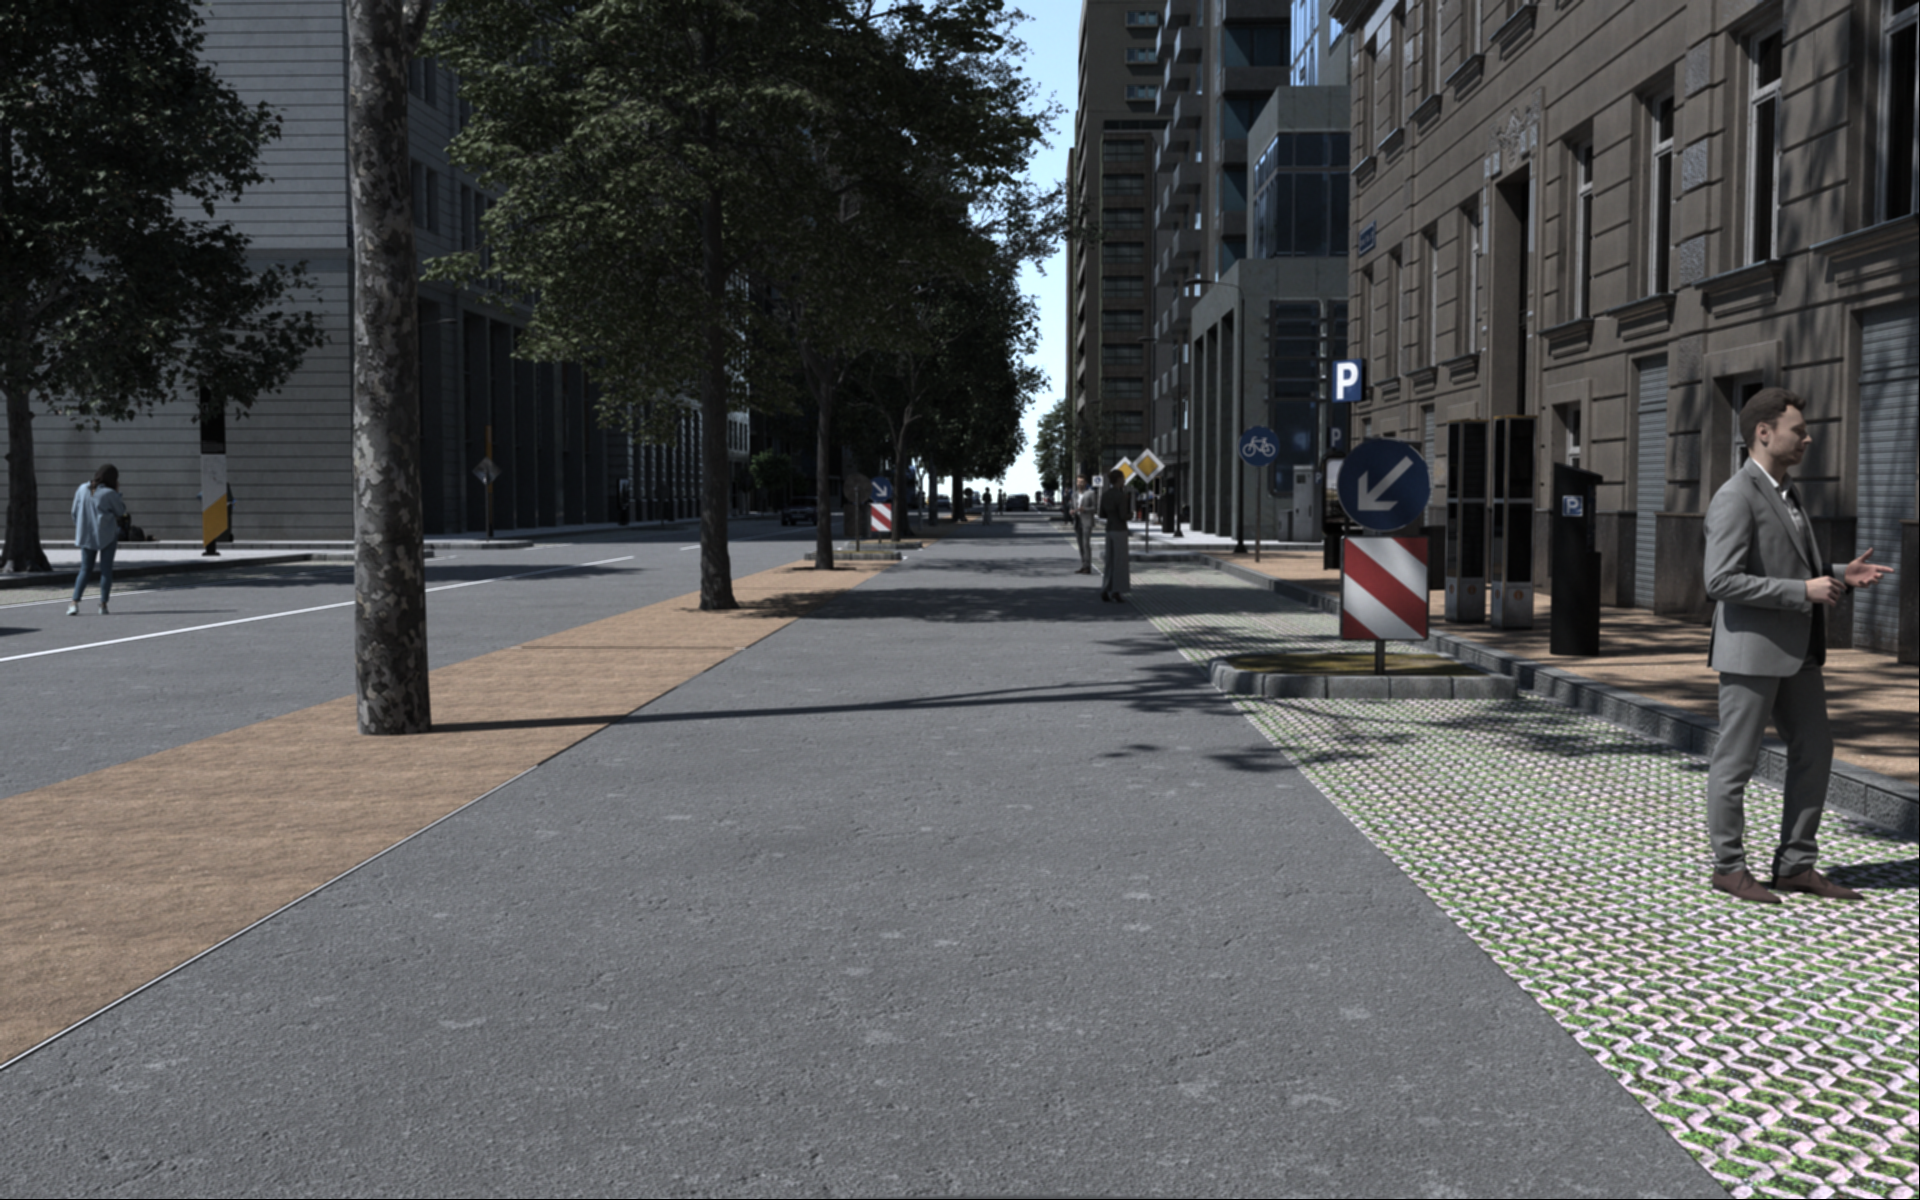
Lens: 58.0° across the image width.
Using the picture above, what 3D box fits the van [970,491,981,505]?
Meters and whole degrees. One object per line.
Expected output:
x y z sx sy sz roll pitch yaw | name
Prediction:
1.937 -14.015 236.151 2.013 2.044 4.112 0 4 4 | van

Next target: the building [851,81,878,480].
-24.130 -38.577 219.969 28.713 52.752 27.495 0 4 2 | building

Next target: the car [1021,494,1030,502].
8.043 -13.137 223.823 2.155 1.783 4.494 0 4 1 | car

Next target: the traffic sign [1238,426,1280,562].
5.586 -1.978 32.440 0.768 2.556 0.104 0 4 5 | traffic sign

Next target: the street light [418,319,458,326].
-14.021 -4.502 46.150 1.470 5.913 1.316 0 4 2 | street light

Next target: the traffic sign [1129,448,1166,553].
4.056 -2.074 37.557 0.795 2.450 0.064 0 4 2 | traffic sign

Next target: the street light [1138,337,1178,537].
5.958 -4.823 51.389 1.470 5.913 1.316 0 4 2 | street light

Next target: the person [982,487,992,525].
1.285 -4.331 79.863 0.519 1.759 0.362 2 4 34 | person

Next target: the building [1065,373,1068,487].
25.376 -37.489 236.639 21.300 48.544 21.600 0 4 2 | building

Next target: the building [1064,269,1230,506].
27.331 -58.087 262.397 22.319 86.520 31.000 0 4 2 | building

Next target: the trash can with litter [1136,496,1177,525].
8.184 -3.698 71.514 1.678 1.210 2.233 0 4 1 | trash can with litter

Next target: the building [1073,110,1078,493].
19.287 -30.821 187.518 14.154 41.232 14.086 0 4 2 | building

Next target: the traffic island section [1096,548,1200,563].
4.080 -0.939 37.633 2.009 0.180 2.903 0 4 2 | traffic island section

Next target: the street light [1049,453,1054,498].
11.524 -14.607 211.362 1.470 5.913 1.316 0 4 2 | street light

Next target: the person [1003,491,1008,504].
6.475 -14.776 250.107 0.705 1.821 1.348 3 5 43 | person

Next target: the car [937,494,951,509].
-1.819 -9.473 166.892 2.014 1.417 4.499 0 3 0 | car

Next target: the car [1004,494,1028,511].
4.714 -8.123 144.819 2.014 1.417 4.499 0 4 3 | car

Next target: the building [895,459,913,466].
-14.864 -36.007 272.315 14.154 41.232 14.086 0 4 2 | building

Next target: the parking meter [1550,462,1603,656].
4.917 -0.331 13.815 0.372 1.533 0.369 0 3 0 | parking meter

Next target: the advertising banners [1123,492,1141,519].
9.109 -5.597 87.694 2.074 3.025 0.090 -1 4 -18 | advertising banners

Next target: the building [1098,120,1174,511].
17.927 -22.329 136.776 14.160 30.474 14.107 0 4 2 | building

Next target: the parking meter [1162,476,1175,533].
6.833 -3.125 56.798 0.399 1.863 0.255 -2 4 -28 | parking meter

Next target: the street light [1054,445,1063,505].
9.837 -11.607 162.309 1.470 5.913 1.316 0 4 2 | street light

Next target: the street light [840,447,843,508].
-10.195 -11.291 157.149 1.470 5.913 1.316 0 4 2 | street light

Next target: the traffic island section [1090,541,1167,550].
4.357 -1.427 45.613 2.009 0.180 2.903 0 4 2 | traffic island section

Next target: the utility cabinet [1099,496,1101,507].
7.828 -5.128 95.000 0.306 1.237 1.020 1 4 11 | utility cabinet

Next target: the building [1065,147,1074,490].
20.440 -34.761 218.458 14.600 45.320 14.200 0 4 2 | building

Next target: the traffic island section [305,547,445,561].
-12.901 -0.975 38.226 2.009 0.180 2.903 0 4 2 | traffic island section

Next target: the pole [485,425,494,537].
-13.973 -3.519 51.386 0.158 3.312 0.155 0 3 0 | pole

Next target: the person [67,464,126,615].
-10.288 -0.724 20.599 0.793 1.790 0.793 -2 4 -34 | person

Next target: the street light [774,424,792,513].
-11.717 -8.716 115.050 1.470 5.913 1.316 0 4 2 | street light

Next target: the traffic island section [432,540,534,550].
-12.624 -1.463 46.206 2.009 0.180 2.903 0 4 2 | traffic island section

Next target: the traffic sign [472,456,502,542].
-12.600 -2.599 46.143 0.795 2.450 0.064 0 4 2 | traffic sign

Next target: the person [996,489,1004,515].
2.718 -6.728 118.722 0.641 1.798 0.478 -1 4 -12 | person

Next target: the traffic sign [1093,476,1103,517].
7.772 -5.848 97.752 0.606 2.300 0.079 0 4 5 | traffic sign

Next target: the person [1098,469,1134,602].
2.096 -0.848 22.921 0.362 1.759 0.519 -2 4 -35 | person

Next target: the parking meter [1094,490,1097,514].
8.509 -6.145 108.885 0.372 1.533 0.369 0 3 0 | parking meter

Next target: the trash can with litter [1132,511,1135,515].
9.968 -5.584 102.690 0.624 1.170 1.055 -3 4 -36 | trash can with litter

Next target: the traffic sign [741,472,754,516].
-12.412 -6.167 100.936 0.768 2.556 0.104 0 4 6 | traffic sign

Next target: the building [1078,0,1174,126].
21.499 -32.471 154.598 21.300 48.544 21.600 0 4 2 | building

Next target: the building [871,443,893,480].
-19.978 -38.487 248.877 23.786 49.044 30.456 0 4 2 | building

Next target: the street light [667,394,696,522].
-12.936 -6.612 80.653 1.470 5.913 1.316 0 4 2 | street light

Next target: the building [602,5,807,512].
-24.084 -29.459 136.274 22.147 44.769 28.867 0 4 2 | building

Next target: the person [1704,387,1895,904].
2.896 0.163 6.038 0.583 1.804 0.606 3 5 44 | person

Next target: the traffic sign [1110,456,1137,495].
4.334 -2.562 45.537 0.795 2.450 0.064 0 4 2 | traffic sign

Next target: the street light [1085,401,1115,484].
7.139 -6.949 86.156 1.470 5.913 1.316 0 4 2 | street light

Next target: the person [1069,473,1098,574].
2.168 -1.376 31.193 0.606 1.804 0.583 2 4 35 | person

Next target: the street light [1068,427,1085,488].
8.384 -9.053 120.552 1.470 5.913 1.316 0 4 2 | street light

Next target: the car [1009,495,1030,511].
5.059 -8.359 149.250 1.945 1.354 3.894 0 4 1 | car

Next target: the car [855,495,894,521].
-3.443 -3.695 72.420 2.014 1.417 4.499 0 4 2 | car

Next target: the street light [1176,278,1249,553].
5.551 -3.970 37.455 1.470 5.913 1.316 0 4 2 | street light

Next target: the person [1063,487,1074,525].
4.968 -4.344 79.944 0.534 1.772 0.576 -3 5 -40 | person

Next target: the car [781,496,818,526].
-7.135 -4.091 79.466 1.945 1.354 3.894 0 4 3 | car

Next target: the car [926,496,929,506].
-3.189 -12.358 212.272 2.015 1.641 3.980 0 4 2 | car

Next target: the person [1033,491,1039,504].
10.370 -13.647 231.557 1.348 1.831 0.705 3 4 38 | person
